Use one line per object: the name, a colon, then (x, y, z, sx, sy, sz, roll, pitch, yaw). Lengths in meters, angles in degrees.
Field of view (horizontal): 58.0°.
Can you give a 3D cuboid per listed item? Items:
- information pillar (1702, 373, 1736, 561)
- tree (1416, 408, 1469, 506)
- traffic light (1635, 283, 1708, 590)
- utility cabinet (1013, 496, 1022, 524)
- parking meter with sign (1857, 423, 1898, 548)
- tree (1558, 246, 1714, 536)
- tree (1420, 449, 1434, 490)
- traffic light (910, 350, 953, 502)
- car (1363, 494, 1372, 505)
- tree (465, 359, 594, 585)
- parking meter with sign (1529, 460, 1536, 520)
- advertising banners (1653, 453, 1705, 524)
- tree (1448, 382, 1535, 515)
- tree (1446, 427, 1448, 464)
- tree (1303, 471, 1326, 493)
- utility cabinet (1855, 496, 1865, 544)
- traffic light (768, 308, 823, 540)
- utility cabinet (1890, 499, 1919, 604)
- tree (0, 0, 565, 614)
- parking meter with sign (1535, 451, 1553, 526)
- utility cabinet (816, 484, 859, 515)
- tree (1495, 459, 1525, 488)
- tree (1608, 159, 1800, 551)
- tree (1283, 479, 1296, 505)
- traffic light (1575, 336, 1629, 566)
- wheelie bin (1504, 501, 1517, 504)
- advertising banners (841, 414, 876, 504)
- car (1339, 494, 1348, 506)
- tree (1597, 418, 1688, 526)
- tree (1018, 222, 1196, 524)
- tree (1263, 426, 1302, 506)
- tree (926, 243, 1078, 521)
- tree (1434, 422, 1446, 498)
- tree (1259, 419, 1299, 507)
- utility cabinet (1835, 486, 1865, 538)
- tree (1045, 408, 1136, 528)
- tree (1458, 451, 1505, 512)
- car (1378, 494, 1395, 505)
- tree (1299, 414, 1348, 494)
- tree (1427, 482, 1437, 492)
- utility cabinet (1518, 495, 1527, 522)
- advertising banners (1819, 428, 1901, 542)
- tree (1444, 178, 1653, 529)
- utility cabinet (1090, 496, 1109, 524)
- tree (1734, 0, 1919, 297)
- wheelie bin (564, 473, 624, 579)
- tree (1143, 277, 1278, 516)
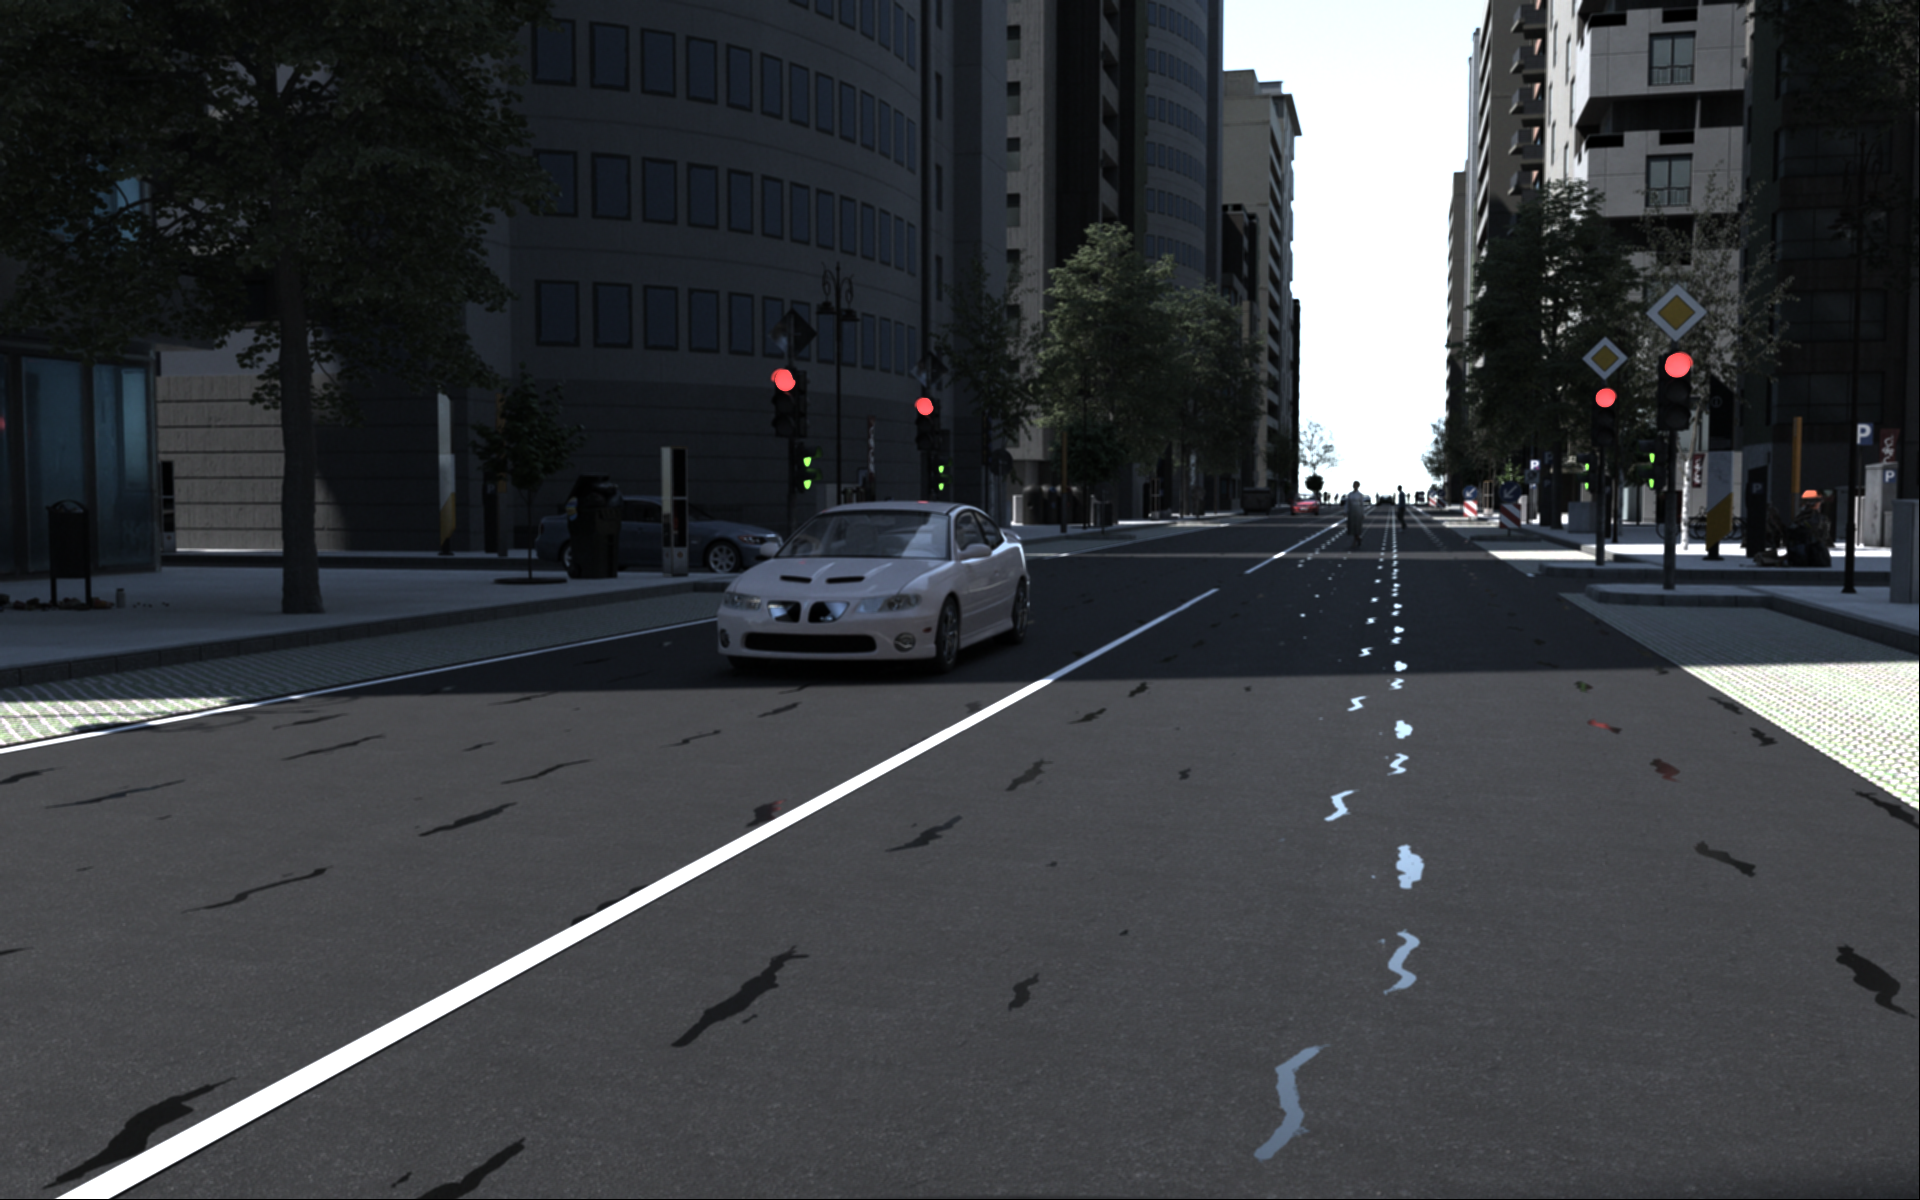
information pillar: (14.661, -2.572, 33.413, 0.183, 3.616, 0.504, -3, 5, -41)
tree: (53.217, -15.462, 187.223, 8.767, 10.594, 7.601, 3, 5, 45)
traffic light: (9.518, -2.096, 23.184, 0.839, 4.253, 0.868, 1, 4, 14)
utility cabinet: (2.837, -3.928, 75.383, 1.020, 1.237, 0.306, -1, 4, -20)
parking meter with sign: (22.143, -2.777, 41.665, 0.543, 3.016, 1.738, 0, 4, -4)
tree: (20.275, -6.233, 52.280, 4.737, 8.622, 4.395, 0, 3, 0)
tree: (59.372, -16.103, 213.646, 4.360, 8.622, 3.978, 0, 3, 0)
traffic light: (-0.593, -2.752, 33.914, 0.839, 4.253, 0.868, 1, 4, 14)
car: (55.590, -13.835, 237.994, 2.131, 1.459, 4.920, 1, 4, 14)
tree: (-6.353, -1.859, 24.989, 1.663, 3.219, 1.824, 0, 3, 0)
parking meter with sign: (28.904, -5.575, 87.412, 0.543, 3.016, 1.738, 2, 4, 23)
advertising banners: (31.072, -4.809, 74.809, 2.074, 3.025, 0.090, 0, 4, 7)
tree: (33.278, -9.622, 107.683, 4.360, 8.622, 3.978, 0, 3, 0)
tree: (34.913, -10.123, 115.871, 4.360, 8.622, 3.978, 0, 3, 0)
tree: (51.519, -16.372, 251.392, 4.285, 4.588, 4.351, 0, 3, 0)
utility cabinet: (23.553, -2.061, 44.860, 1.020, 1.237, 0.306, -2, 4, -28)
traffic light: (-2.528, -2.278, 26.166, 0.839, 4.253, 0.868, 1, 4, 14)
utility cabinet: (11.505, -0.575, 20.560, 1.020, 1.237, 0.306, -2, 4, -27)
tree: (-7.278, -6.106, 17.965, 7.486, 12.596, 7.792, 0, 3, 0)
parking meter with sign: (23.606, -4.486, 69.612, 0.543, 3.016, 1.738, 2, 4, 23)
utility cabinet: (-2.707, -1.811, 38.287, 0.318, 1.500, 1.173, 2, 4, 35)
tree: (30.107, -6.141, 95.012, 1.663, 3.219, 1.824, 0, 3, 0)
tree: (16.639, -5.437, 39.265, 4.360, 8.622, 3.978, 0, 3, 0)
tree: (38.835, -12.900, 205.513, 1.663, 3.219, 1.824, 0, 3, 0)
traffic light: (11.454, -2.569, 30.932, 0.839, 4.253, 0.868, 1, 4, 14)
wheelie bin: (32.813, -5.824, 103.134, 0.980, 1.594, 0.693, -3, 5, -44)
advertising banners: (-2.167, -2.532, 37.584, 0.090, 3.025, 2.074, 1, 4, 17)
car: (47.169, -12.288, 210.694, 2.009, 1.686, 4.222, 1, 4, 15)
tree: (27.532, -5.276, 69.980, 4.285, 4.588, 4.351, 0, 3, 0)
tree: (6.289, -9.490, 73.286, 7.486, 12.596, 7.792, 0, 3, 0)
tree: (33.684, -14.190, 182.363, 4.737, 8.622, 4.395, 0, 3, 0)
tree: (1.185, -6.189, 51.557, 4.737, 8.622, 4.395, 0, 3, 0)
tree: (39.072, -11.207, 133.593, 4.360, 8.622, 3.978, 0, 3, 0)
tree: (31.681, -13.529, 171.566, 4.360, 8.622, 3.978, 0, 3, 0)
utility cabinet: (25.249, -2.478, 49.198, 0.318, 1.500, 1.173, 0, 4, 0)
tree: (4.962, -5.031, 65.963, 4.285, 4.588, 4.351, 0, 3, 0)
tree: (37.699, -8.660, 125.303, 4.285, 4.588, 4.351, 0, 3, 0)
car: (54.633, -12.863, 222.114, 2.131, 1.459, 4.920, 1, 4, 16)
tree: (53.426, -21.509, 262.034, 12.009, 13.543, 11.850, 0, 3, 0)
tree: (67.521, -15.467, 247.480, 1.663, 3.219, 1.824, 0, 3, 0)
utility cabinet: (25.548, -4.126, 78.623, 0.306, 1.237, 1.020, 1, 4, 10)
advertising banners: (23.785, -3.041, 45.911, 2.074, 3.025, 0.090, 0, 4, 8)
tree: (21.441, -8.862, 63.018, 7.486, 12.596, 7.792, 0, 3, 0)
utility cabinet: (6.008, -3.935, 75.500, 1.020, 1.237, 0.306, -2, 4, -32)
tree: (10.622, -4.898, 14.495, 8.767, 10.594, 7.601, 2, 4, 28)
wheelie bin: (-5.544, -1.132, 26.420, 0.693, 1.594, 0.980, 2, 4, 30)
tree: (13.336, -11.915, 101.468, 9.857, 13.997, 8.962, 0, 3, 0)
